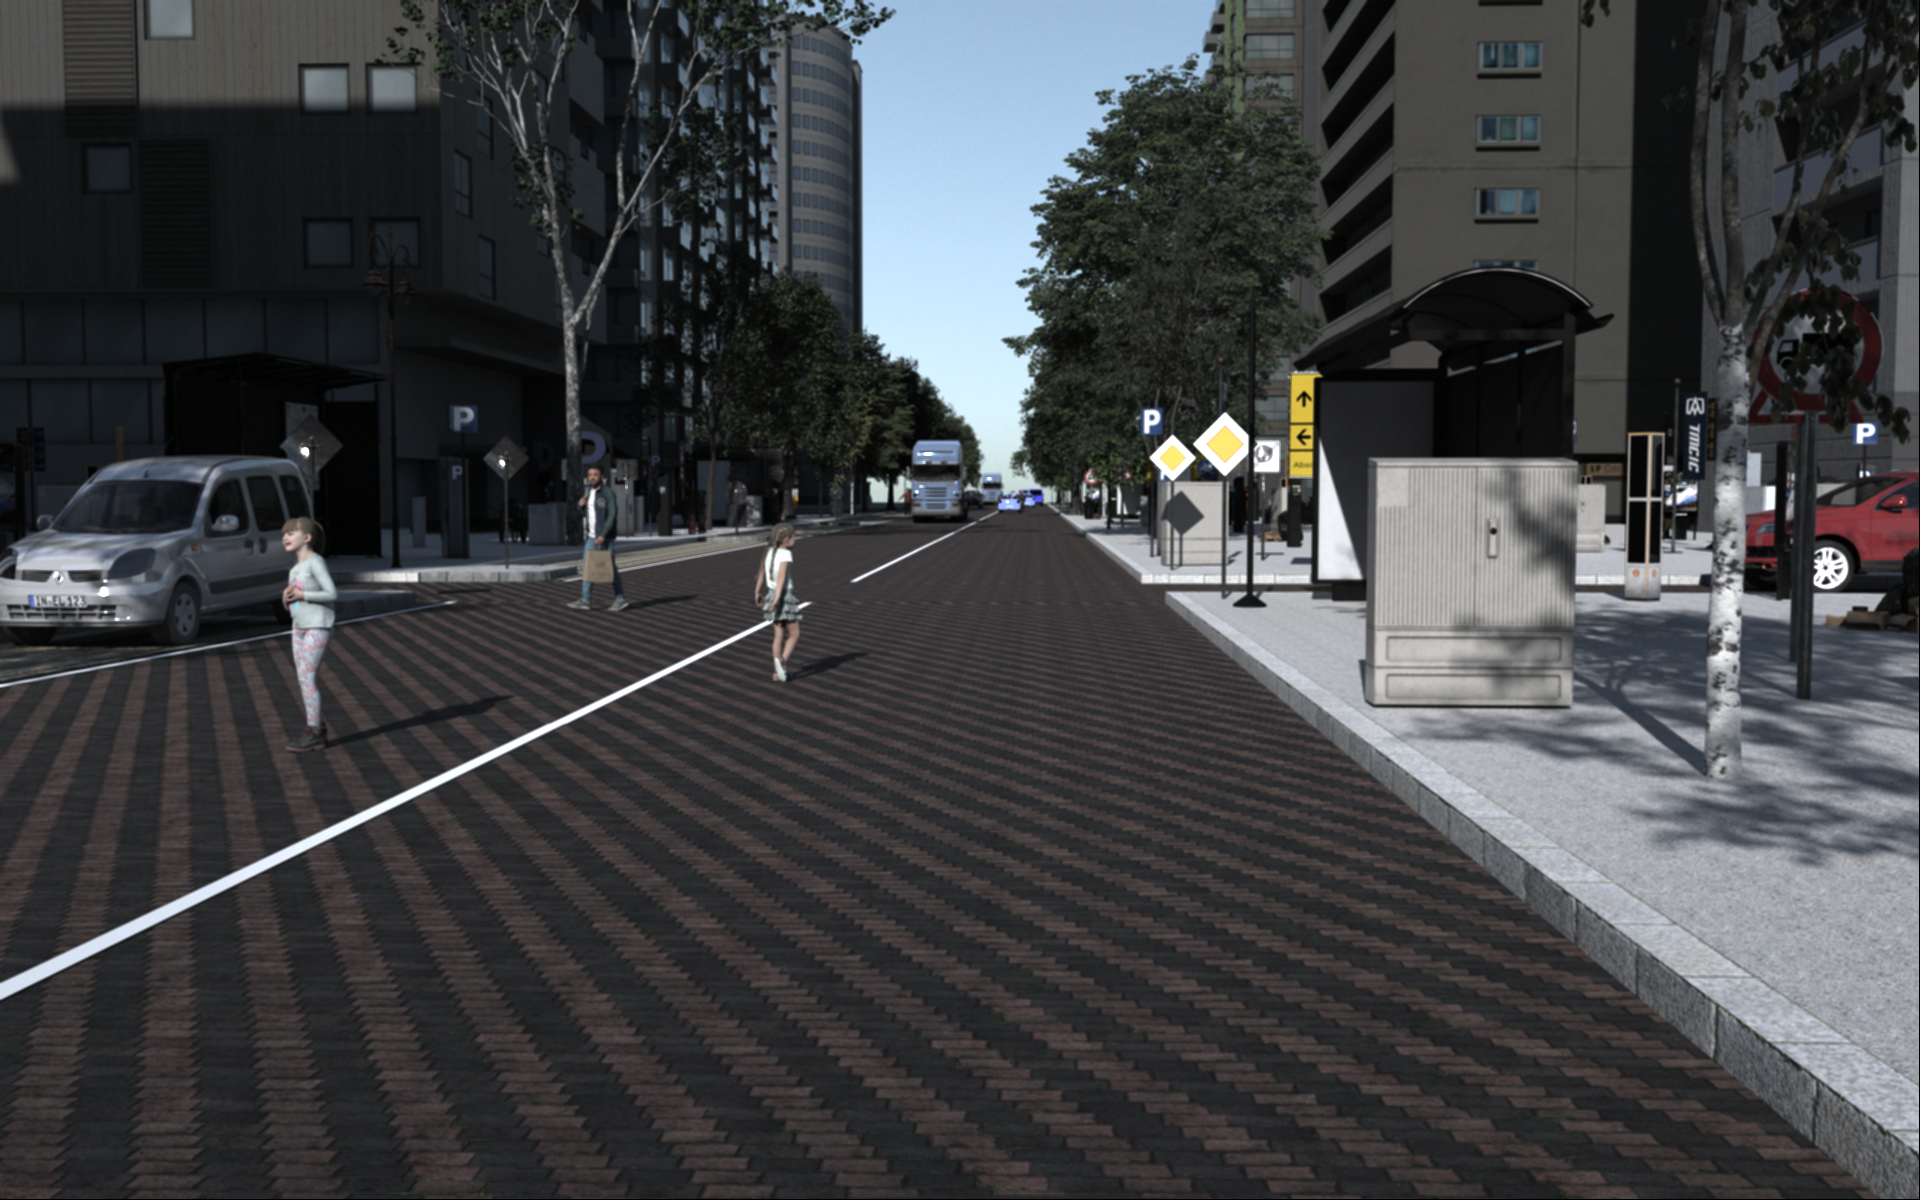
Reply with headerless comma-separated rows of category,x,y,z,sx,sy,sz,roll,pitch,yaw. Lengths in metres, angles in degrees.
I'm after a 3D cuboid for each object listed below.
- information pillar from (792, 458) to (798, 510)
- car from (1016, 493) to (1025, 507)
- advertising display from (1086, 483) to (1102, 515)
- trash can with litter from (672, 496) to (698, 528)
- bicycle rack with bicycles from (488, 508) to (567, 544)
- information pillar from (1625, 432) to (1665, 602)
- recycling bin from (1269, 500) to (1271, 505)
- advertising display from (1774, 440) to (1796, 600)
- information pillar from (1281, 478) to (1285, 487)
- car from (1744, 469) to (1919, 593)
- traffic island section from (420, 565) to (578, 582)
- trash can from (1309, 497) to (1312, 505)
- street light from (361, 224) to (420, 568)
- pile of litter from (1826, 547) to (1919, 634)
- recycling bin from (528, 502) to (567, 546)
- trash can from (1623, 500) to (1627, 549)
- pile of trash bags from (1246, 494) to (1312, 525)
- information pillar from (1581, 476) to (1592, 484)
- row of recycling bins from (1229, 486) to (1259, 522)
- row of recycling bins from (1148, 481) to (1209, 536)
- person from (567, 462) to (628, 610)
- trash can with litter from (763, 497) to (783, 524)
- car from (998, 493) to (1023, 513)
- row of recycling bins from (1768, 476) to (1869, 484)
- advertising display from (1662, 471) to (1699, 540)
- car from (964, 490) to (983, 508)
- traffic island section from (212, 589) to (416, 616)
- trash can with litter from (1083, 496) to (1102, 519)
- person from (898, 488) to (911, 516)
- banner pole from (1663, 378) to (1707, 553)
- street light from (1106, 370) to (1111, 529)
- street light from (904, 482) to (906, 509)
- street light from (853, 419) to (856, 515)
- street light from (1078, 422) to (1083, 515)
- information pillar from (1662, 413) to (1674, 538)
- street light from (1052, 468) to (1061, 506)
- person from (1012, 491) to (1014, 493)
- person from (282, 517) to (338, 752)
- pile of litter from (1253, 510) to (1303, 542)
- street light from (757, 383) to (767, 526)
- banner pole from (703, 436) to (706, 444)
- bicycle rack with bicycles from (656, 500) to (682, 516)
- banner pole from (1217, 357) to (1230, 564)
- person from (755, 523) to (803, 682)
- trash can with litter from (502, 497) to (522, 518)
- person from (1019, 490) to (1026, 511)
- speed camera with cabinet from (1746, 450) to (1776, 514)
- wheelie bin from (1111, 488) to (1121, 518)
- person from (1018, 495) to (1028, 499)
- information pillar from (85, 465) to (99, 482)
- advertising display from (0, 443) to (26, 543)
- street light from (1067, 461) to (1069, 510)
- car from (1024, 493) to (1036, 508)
information pillar,-9.620,-6.652,100.110,0.504,3.616,0.183,-1,4,-20
car,6.263,-11.022,189.808,1.945,1.707,3.694,0,4,2
advertising display,7.214,-5.378,93.138,0.974,1.923,0.123,3,5,40
trash can with litter,-10.376,-3.343,65.721,1.678,1.210,2.233,-1,4,-17
bicycle rack with bicycles,-11.184,-1.976,45.684,2.852,0.926,2.925,0,4,-5
information pillar,8.214,-0.996,20.784,0.304,2.012,0.304,-3,4,-36
recycling bin,14.019,-3.872,75.865,0.722,1.027,0.722,-2,4,-27
advertising display,10.171,-0.977,21.184,0.123,1.923,0.974,3,5,41
information pillar,14.982,-4.611,79.885,0.304,2.012,0.304,3,4,36
car,13.948,-1.028,25.479,5.304,1.827,2.281,0,4,1
traffic island section,-7.788,-0.454,29.706,2.009,0.180,2.903,0,4,2
trash can,16.978,-4.336,82.542,0.748,1.137,0.748,0,3,0
street light,-9.825,-3.500,30.009,0.468,5.910,1.993,0,4,2
pile of litter,8.945,-0.145,16.329,1.176,0.858,1.719,0,4,2
recycling bin,-10.321,-1.881,43.316,0.722,1.027,0.722,1,4,11
trash can,15.130,-1.645,38.542,0.748,1.137,0.748,0,3,0
pile of trash bags,13.275,-3.866,72.954,3.447,1.369,1.912,0,4,-1
information pillar,25.095,-3.974,69.466,0.304,2.012,0.304,-1,4,-19
row of recycling bins,12.773,-4.520,81.022,1.069,1.692,3.534,3,5,43
row of recycling bins,7.010,-2.897,54.471,1.069,1.692,3.534,3,4,38
person,-4.395,-0.774,21.147,0.713,1.824,0.794,-2,4,-32
trash can with litter,-8.059,-3.830,74.000,0.624,1.170,1.055,2,4,34
car,3.794,-7.402,130.610,1.945,1.707,3.694,0,4,4
row of recycling bins,20.431,-2.004,39.883,3.534,1.692,1.069,1,4,9
advertising display,20.122,-2.641,48.400,0.974,1.923,0.123,0,4,2
car,1.246,-10.270,176.590,2.281,1.827,5.304,0,4,4
traffic island section,-8.130,0.034,21.728,2.009,0.180,2.903,0,4,2
trash can with litter,6.816,-4.727,88.668,1.055,1.170,0.624,3,5,43
person,-3.413,-6.427,113.521,1.348,1.831,0.705,0,4,-3
banner pole,15.712,-2.902,37.469,0.863,3.779,0.401,3,4,38
street light,5.476,-5.553,63.581,0.468,5.910,1.993,0,4,2
street light,-4.679,-10.685,147.488,0.468,5.910,1.993,0,4,2
street light,-6.470,-8.174,106.427,0.468,5.910,1.993,0,4,2
street light,7.290,-8.011,103.765,0.468,5.910,1.993,0,4,2
information pillar,20.565,-3.599,50.197,0.504,3.616,0.183,-2,4,-33
street light,12.383,-15.285,222.697,0.468,5.910,1.993,0,4,2
person,4.501,-8.400,146.775,0.436,1.711,0.756,-1,4,-20
person,-3.676,0.186,9.742,0.425,1.301,0.394,2,4,24
pile of litter,8.651,-2.034,47.228,1.719,0.858,1.176,-2,4,-24
street light,-8.048,-5.958,70.195,0.468,5.910,1.993,0,4,2
banner pole,-10.900,-5.229,75.504,0.863,3.779,0.401,-2,4,-27
bicycle rack with bicycles,-17.121,-5.511,103.491,2.852,0.926,2.925,3,5,40
banner pole,4.840,-2.565,31.954,0.401,3.779,0.863,1,4,20
person,-1.443,0.011,13.336,0.505,1.210,0.382,3,5,44
trash can with litter,-16.414,-3.135,62.647,0.624,1.170,1.055,3,4,38
person,5.295,-8.373,145.956,0.434,1.755,0.990,3,5,40
speed camera with cabinet,16.633,-2.559,36.170,0.660,3.252,2.038,0,4,0
wheelie bin,8.296,-5.102,91.325,0.980,1.594,0.693,2,4,30
person,6.199,-10.083,174.077,1.217,1.735,0.721,0,4,8
information pillar,-21.910,-2.403,43.776,0.304,2.012,0.304,-2,4,-30
advertising display,-12.310,-1.029,22.036,0.974,1.923,0.123,1,4,18
street light,8.679,-10.185,139.308,0.468,5.910,1.993,0,4,2
car,6.887,-10.352,178.850,1.945,1.707,3.694,0,4,2
